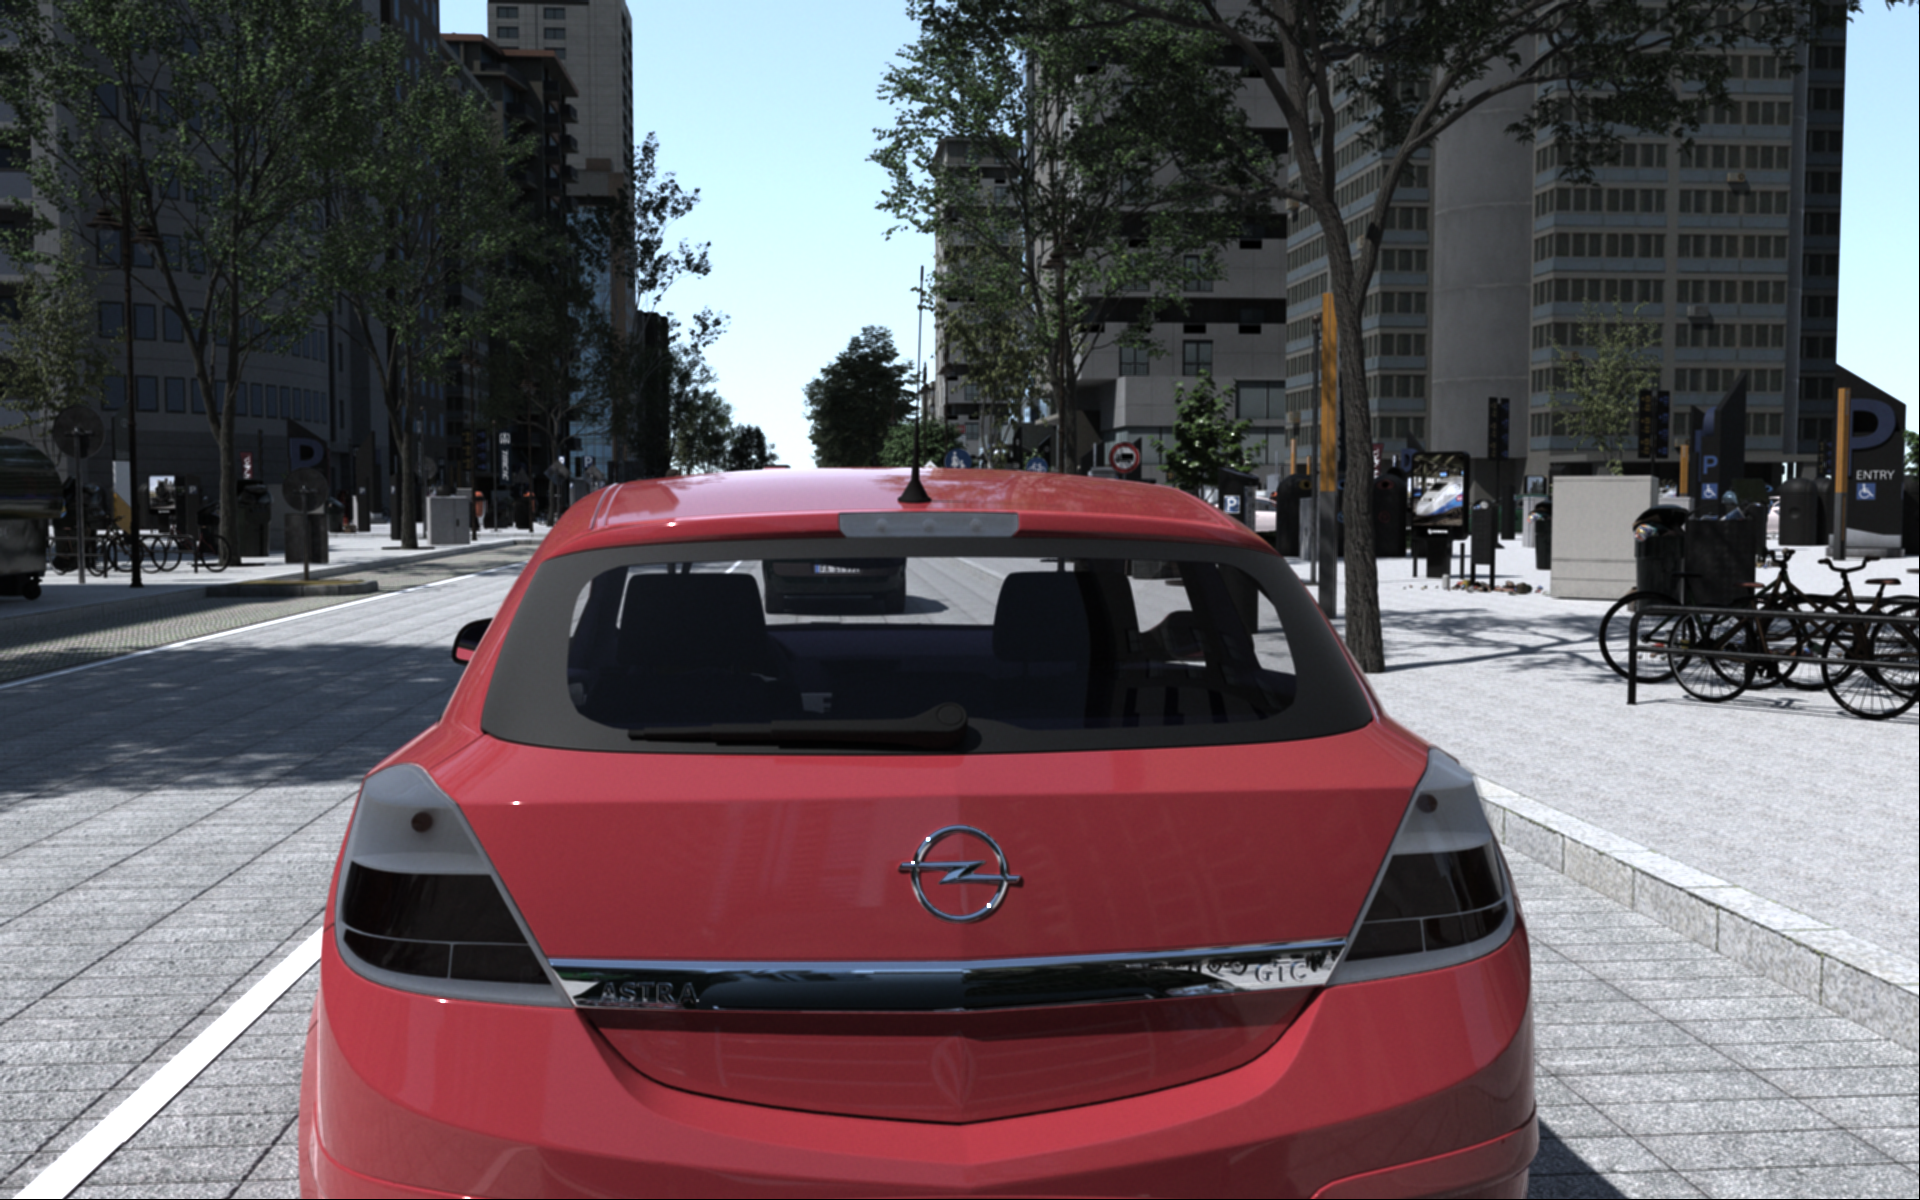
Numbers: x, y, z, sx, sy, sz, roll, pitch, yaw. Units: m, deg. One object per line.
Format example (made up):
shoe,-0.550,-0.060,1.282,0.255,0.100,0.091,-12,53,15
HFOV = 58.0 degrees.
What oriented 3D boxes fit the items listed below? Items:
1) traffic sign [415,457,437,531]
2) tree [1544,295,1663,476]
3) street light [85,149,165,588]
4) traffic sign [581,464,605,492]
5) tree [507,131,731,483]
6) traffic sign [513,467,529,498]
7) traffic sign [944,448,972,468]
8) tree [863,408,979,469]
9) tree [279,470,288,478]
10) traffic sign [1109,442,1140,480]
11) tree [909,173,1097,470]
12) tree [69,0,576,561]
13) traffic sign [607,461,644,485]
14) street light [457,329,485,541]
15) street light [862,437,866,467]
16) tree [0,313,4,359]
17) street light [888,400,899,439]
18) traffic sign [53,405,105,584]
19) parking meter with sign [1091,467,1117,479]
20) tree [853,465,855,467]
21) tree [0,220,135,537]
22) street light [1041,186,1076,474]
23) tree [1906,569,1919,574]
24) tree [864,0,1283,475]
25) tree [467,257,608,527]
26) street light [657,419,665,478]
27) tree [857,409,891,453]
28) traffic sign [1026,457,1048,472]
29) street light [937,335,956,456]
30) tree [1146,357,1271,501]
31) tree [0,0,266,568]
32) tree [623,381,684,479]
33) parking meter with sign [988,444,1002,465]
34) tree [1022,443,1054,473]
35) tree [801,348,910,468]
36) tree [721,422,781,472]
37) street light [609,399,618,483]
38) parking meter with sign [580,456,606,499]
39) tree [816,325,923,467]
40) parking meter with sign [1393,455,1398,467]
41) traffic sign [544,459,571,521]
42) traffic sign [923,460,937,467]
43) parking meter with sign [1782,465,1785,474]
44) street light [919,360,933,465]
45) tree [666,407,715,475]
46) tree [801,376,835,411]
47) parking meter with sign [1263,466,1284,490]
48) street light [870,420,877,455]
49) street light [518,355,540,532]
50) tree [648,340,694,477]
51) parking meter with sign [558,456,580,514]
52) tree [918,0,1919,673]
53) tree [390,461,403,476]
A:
traffic sign,-18.344,-3.630,59.451,0.768,2.556,0.104,0,4,4
tree,23.745,-6.912,63.376,4.737,8.622,4.395,0,3,0
street light,-11.340,-3.112,23.675,0.468,5.910,1.993,0,4,-5
traffic sign,-12.253,-3.315,57.837,0.795,2.450,0.064,0,4,-5
tree,-18.251,-14.457,92.265,12.611,20.169,13.585,0,3,0
traffic sign,-21.017,-5.083,83.119,0.884,2.594,0.081,0,4,0
traffic sign,-0.054,-2.929,47.994,0.768,2.556,0.104,0,4,-4
tree,-1.261,-5.028,65.915,4.285,4.588,4.351,0,3,0
tree,-28.057,-4.878,74.354,1.663,3.219,1.824,0,3,0
traffic sign,4.032,-2.596,42.549,0.768,2.556,0.104,0,4,-1
tree,0.956,-5.533,40.819,4.737,8.622,4.395,0,3,0
tree,-12.930,-6.975,39.794,9.928,11.665,9.643,0,3,0
traffic sign,-20.538,-6.883,106.413,2.265,3.308,0.079,0,4,5
street light,-13.424,-4.581,47.692,0.468,5.910,1.993,0,4,-5
street light,-7.281,-9.753,132.246,0.468,5.910,1.993,0,4,-5
tree,-24.829,-5.519,40.595,4.360,8.622,3.978,0,3,0
street light,-3.238,-6.794,83.863,0.468,5.910,1.993,0,4,-5
traffic sign,-12.570,-1.505,24.719,0.768,2.556,0.104,0,4,3
parking meter with sign,4.038,-3.195,48.500,1.738,3.016,0.543,0,4,0
tree,-9.121,-13.069,164.043,4.360,8.622,3.978,0,3,0
tree,-24.588,-5.904,46.888,4.737,8.622,4.395,0,3,0
street light,1.549,-3.277,26.371,0.468,5.910,1.993,0,4,-5
tree,16.045,-2.038,27.919,1.663,3.219,1.824,0,3,0
tree,1.934,-6.520,32.360,9.928,11.665,9.643,0,3,0
tree,-15.792,-8.158,67.800,7.601,10.594,8.767,0,4,5
street light,-18.337,-8.163,106.254,0.468,5.910,1.993,0,4,-5
tree,-6.899,-11.605,140.106,4.737,8.622,4.395,0,3,0
traffic sign,2.634,-3.626,59.384,0.768,2.556,0.104,0,3,0
street light,-0.396,-4.747,50.400,0.468,5.910,1.993,0,4,-5
tree,3.303,-1.818,24.332,1.663,3.219,1.824,0,3,0
tree,-13.056,-6.392,30.257,9.928,11.665,9.643,0,3,0
tree,-19.733,-9.784,110.324,4.360,8.622,3.978,0,3,0
parking meter with sign,0.699,-3.861,59.386,0.543,3.016,1.738,3,5,39
tree,2.732,-4.380,66.222,1.663,3.219,1.824,0,3,0
tree,-8.596,-14.788,148.431,9.857,13.997,8.962,0,3,0
tree,-33.471,-21.989,276.525,9.611,12.733,9.660,0,3,0
street light,-16.327,-6.688,82.139,0.468,5.910,1.993,0,4,-5
parking meter with sign,-16.388,-5.024,78.410,0.543,3.016,1.738,-3,5,-44
tree,-6.042,-12.133,116.495,7.486,12.596,7.792,0,3,0
parking meter with sign,18.505,-4.937,76.975,1.738,3.016,0.543,0,4,0
traffic sign,-11.580,-2.828,49.880,0.795,2.450,0.064,0,4,-5
traffic sign,-0.872,-2.882,50.761,0.795,2.450,0.064,0,4,-5
parking meter with sign,50.738,-6.679,105.458,1.738,3.016,0.543,-1,4,-9
street light,-1.211,-5.324,59.841,0.468,5.910,1.993,0,4,-5
tree,-21.809,-11.509,138.532,4.737,8.622,4.395,0,3,0
tree,-16.064,-24.260,252.538,12.611,20.169,13.585,0,3,0
parking meter with sign,19.078,-6.774,107.016,1.738,3.016,0.543,1,4,15
street light,-5.387,-8.283,108.213,0.468,5.910,1.993,0,4,-5
street light,-14.357,-5.201,57.831,0.468,5.910,1.993,0,4,-5
tree,-20.053,-11.750,117.872,9.928,11.665,9.643,0,3,0
parking meter with sign,-17.613,-5.119,79.949,1.738,3.016,0.543,-3,5,-44
tree,3.011,-4.778,12.535,8.767,10.594,7.601,1,4,10
tree,-32.296,-6.462,100.255,1.663,3.219,1.824,0,3,0
